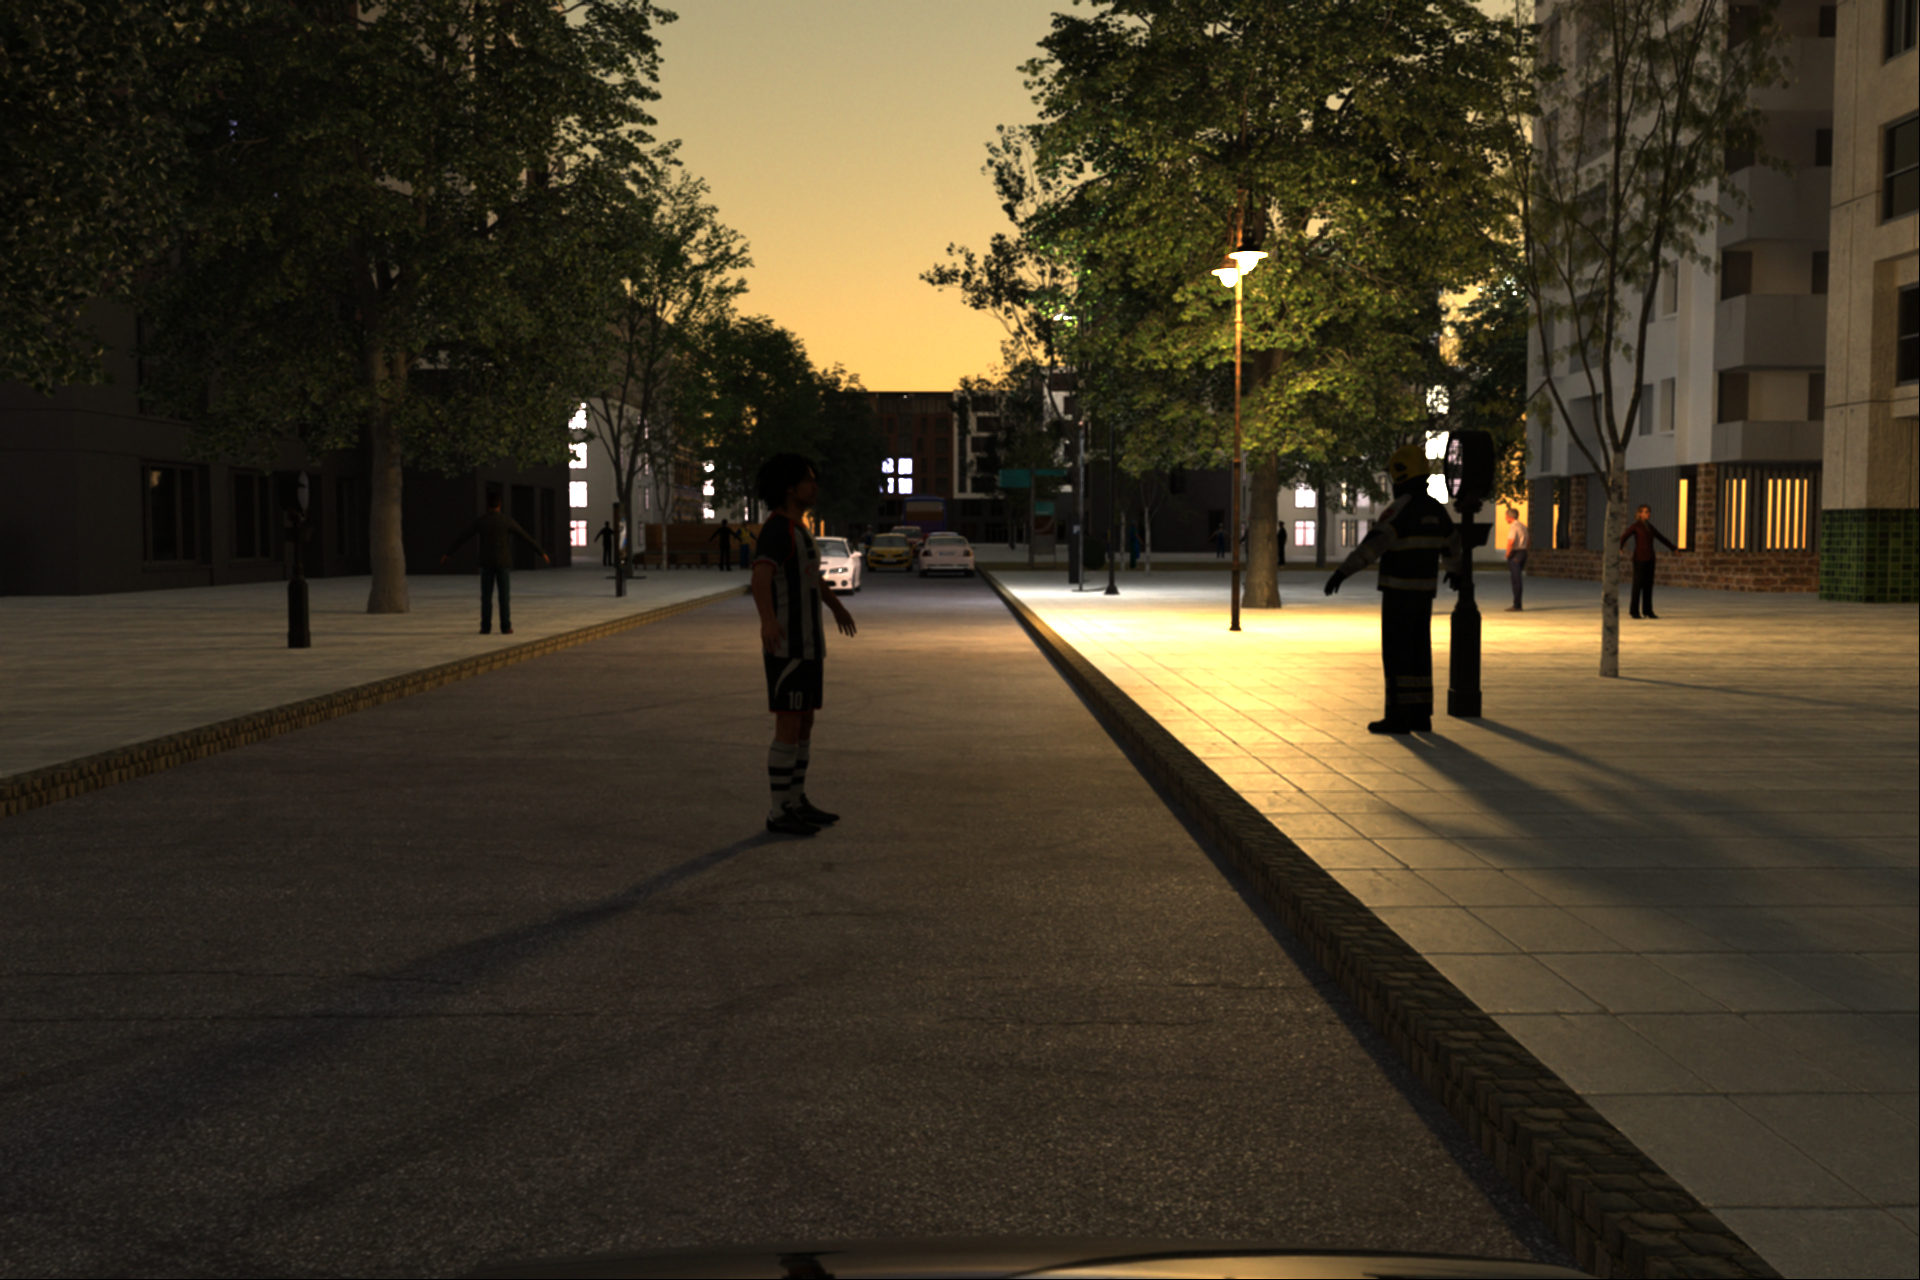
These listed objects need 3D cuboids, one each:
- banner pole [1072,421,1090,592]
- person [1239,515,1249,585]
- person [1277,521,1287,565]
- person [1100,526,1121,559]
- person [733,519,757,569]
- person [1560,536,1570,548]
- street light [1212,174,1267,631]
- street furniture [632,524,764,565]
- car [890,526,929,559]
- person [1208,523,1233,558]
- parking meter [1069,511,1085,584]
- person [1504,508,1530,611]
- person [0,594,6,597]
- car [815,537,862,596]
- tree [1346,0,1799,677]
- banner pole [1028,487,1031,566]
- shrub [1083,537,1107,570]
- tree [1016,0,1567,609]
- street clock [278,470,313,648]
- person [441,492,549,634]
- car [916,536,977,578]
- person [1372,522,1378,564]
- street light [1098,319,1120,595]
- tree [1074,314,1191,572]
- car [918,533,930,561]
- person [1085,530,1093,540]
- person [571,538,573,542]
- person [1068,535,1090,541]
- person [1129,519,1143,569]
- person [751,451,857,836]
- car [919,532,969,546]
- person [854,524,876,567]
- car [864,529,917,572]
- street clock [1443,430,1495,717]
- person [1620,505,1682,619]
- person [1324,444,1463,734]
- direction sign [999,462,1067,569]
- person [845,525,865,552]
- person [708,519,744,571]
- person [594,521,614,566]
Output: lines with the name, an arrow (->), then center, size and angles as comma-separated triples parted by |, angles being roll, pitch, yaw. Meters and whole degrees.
banner pole -> 2.696, -2.955, 38.330 | 0.401, 3.779, 0.863 | 0, 4, 0
person -> 7.345, -2.297, 43.732 | 0.705, 1.807, 1.348 | -1, 4, -18
person -> 13.369, -4.054, 72.214 | 0.705, 1.837, 1.347 | -1, 4, -12
person -> 7.854, -5.094, 89.755 | 1.216, 1.772, 0.721 | 1, 4, 15
person -> -7.855, -3.509, 63.334 | 0.705, 1.833, 1.349 | 3, 4, 38
person -> 20.968, -3.072, 59.503 | 0.697, 1.427, 0.421 | 1, 4, 11
street light -> 3.647, -3.056, 22.761 | 0.468, 5.910, 1.993 | 0, 4, 0
street furniture -> -10.336, -4.132, 74.411 | 11.010, 1.723, 9.812 | 2, 4, 35
car -> -2.695, -4.790, 86.990 | 2.281, 1.827, 5.304 | 0, 3, 0
person -> 13.748, -5.226, 91.300 | 1.347, 1.847, 0.705 | 1, 4, 10
parking meter -> 3.020, -2.390, 44.783 | 0.399, 1.863, 0.255 | 0, 4, 0
person -> 9.180, -1.331, 28.742 | 0.756, 1.711, 0.436 | -3, 5, -41
person -> -19.624, -1.736, 34.879 | 0.568, 1.767, 0.683 | 2, 4, 28
car -> -3.391, -1.807, 41.900 | 2.083, 1.381, 4.827 | 0, 4, 0
tree -> 5.864, -3.960, 15.108 | 4.360, 8.622, 3.978 | 0, 3, 0
banner pole -> 2.868, -4.922, 70.499 | 0.401, 3.779, 0.863 | 0, 4, -2
shrub -> 4.783, -3.111, 61.982 | 1.383, 1.207, 1.383 | 0, 3, 0
tree -> 5.197, -7.532, 29.799 | 9.857, 13.997, 8.962 | 0, 3, 0
street clock -> -7.457, -0.912, 19.489 | 0.358, 2.002, 0.471 | 0, 3, 0
person -> -5.979, -0.991, 22.270 | 1.348, 1.821, 0.705 | -1, 4, -12
car -> -0.461, -2.823, 58.516 | 2.083, 1.381, 4.827 | 0, 4, -1
person -> 17.811, -4.169, 74.348 | 0.705, 1.806, 1.347 | 1, 4, 16
street light -> 3.759, -3.915, 36.555 | 1.470, 5.913, 1.316 | 0, 4, 0
tree -> 5.740, -6.626, 58.692 | 4.737, 8.622, 4.395 | 0, 3, 0
car -> -1.396, -5.219, 94.367 | 2.155, 1.783, 4.494 | 0, 4, 0
person -> 6.584, -5.334, 93.353 | 1.346, 1.812, 0.704 | -1, 4, -14
person -> -19.419, -4.804, 84.681 | 0.705, 1.813, 1.348 | 2, 4, 26
person -> 6.540, -5.493, 95.596 | 1.354, 1.856, 0.705 | 2, 4, 30
person -> 6.401, -3.506, 63.454 | 0.704, 1.817, 1.347 | -1, 4, -13
person -> -0.781, 0.013, 8.388 | 0.704, 1.843, 1.345 | 1, 4, 11
car -> -0.617, -3.463, 66.214 | 1.945, 1.707, 3.694 | 0, 4, -1
person -> -3.932, -4.088, 75.154 | 1.347, 1.847, 0.705 | 0, 4, 5
car -> -2.674, -3.454, 66.696 | 2.015, 1.641, 3.980 | 0, 4, -1
street clock -> 3.557, -0.464, 12.157 | 0.358, 2.002, 0.471 | 0, 4, 0
person -> 10.407, -1.188, 26.234 | 1.215, 1.729, 0.721 | -1, 4, -20
person -> 2.880, -0.334, 11.223 | 1.351, 1.858, 0.704 | -3, 4, -39
direction sign -> 2.710, -4.563, 63.371 | 2.525, 3.948, 1.411 | 0, 4, -2
person -> -5.920, -5.582, 97.529 | 1.348, 1.796, 0.705 | -2, 4, -25
person -> -8.164, -3.307, 60.250 | 1.347, 1.806, 0.705 | 1, 4, 13
person -> -14.125, -3.869, 69.482 | 1.346, 1.802, 0.704 | 1, 4, 21
